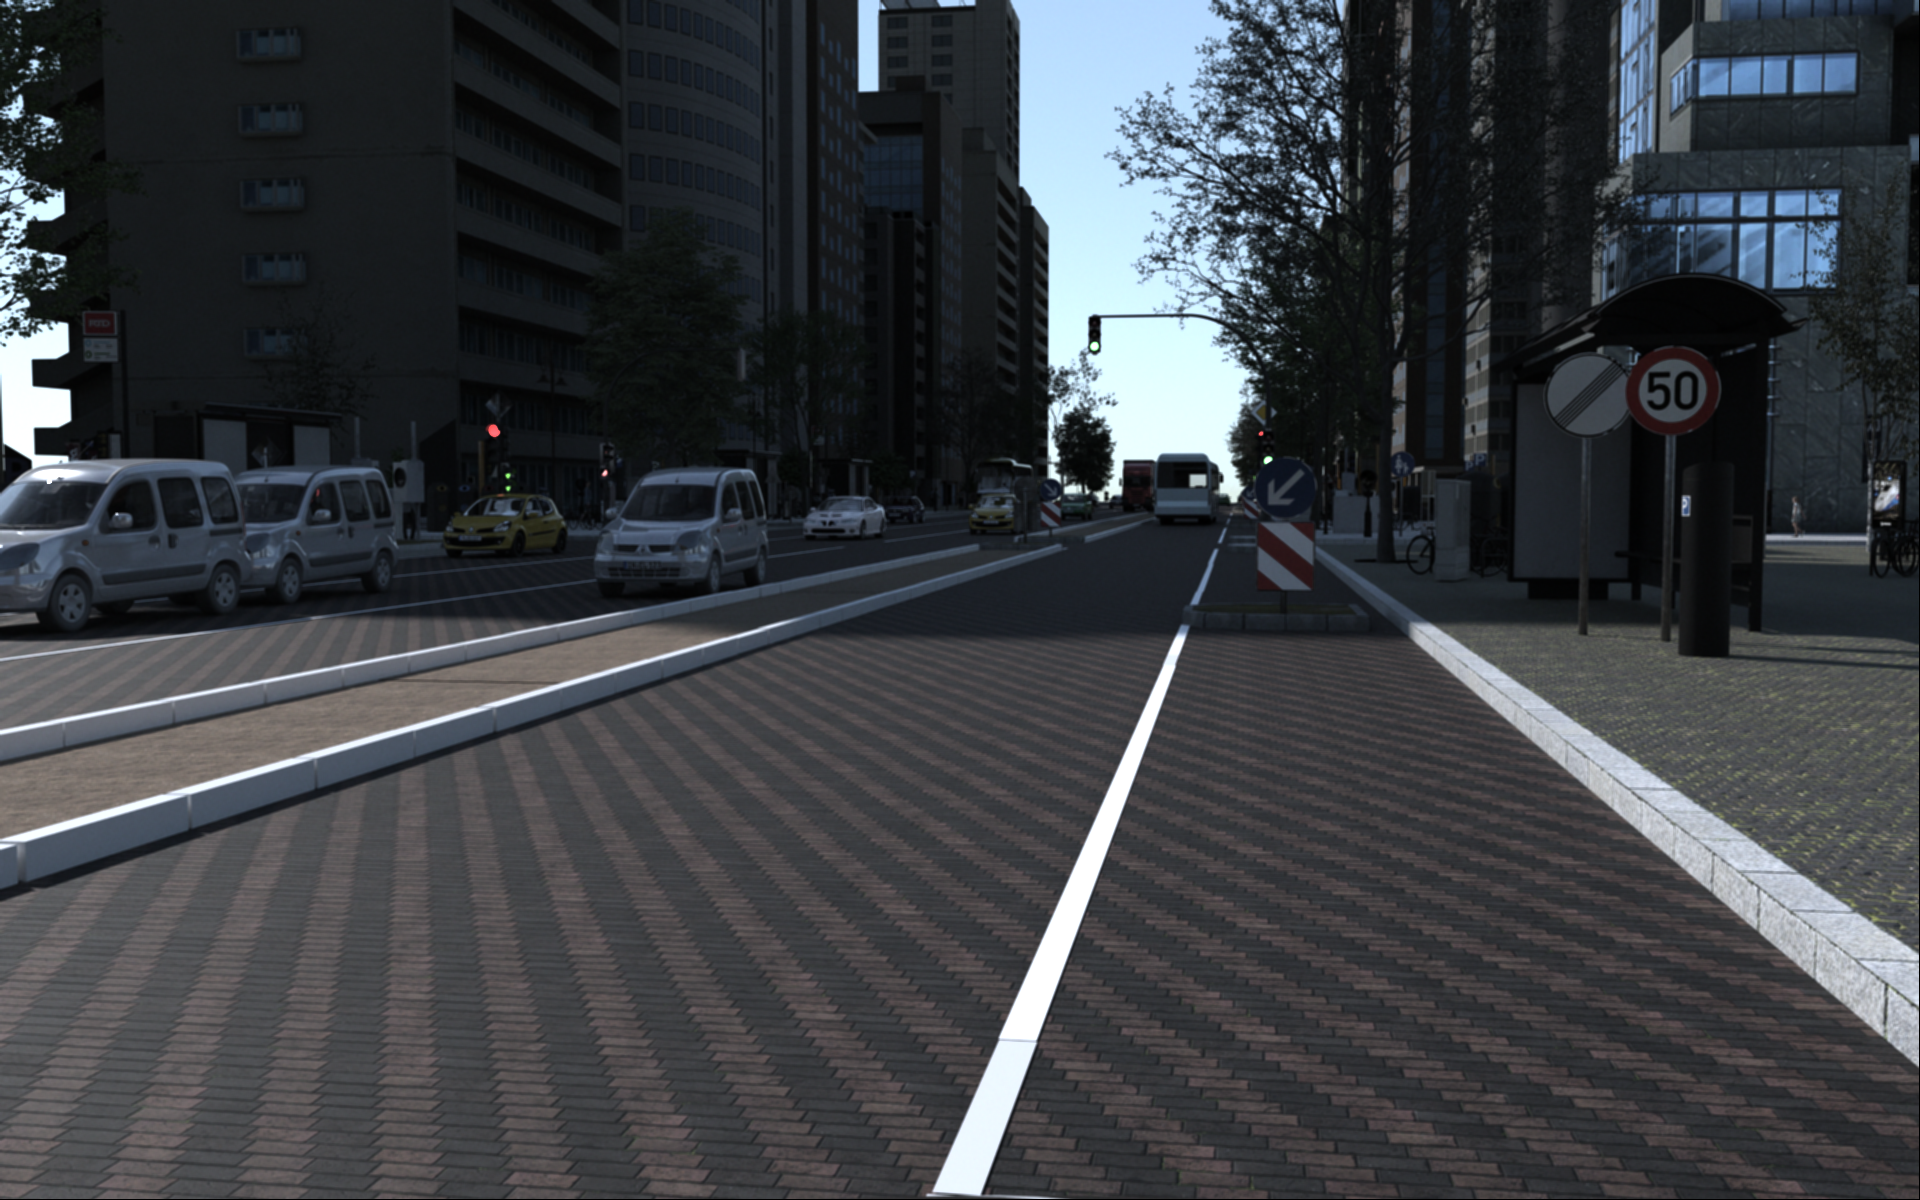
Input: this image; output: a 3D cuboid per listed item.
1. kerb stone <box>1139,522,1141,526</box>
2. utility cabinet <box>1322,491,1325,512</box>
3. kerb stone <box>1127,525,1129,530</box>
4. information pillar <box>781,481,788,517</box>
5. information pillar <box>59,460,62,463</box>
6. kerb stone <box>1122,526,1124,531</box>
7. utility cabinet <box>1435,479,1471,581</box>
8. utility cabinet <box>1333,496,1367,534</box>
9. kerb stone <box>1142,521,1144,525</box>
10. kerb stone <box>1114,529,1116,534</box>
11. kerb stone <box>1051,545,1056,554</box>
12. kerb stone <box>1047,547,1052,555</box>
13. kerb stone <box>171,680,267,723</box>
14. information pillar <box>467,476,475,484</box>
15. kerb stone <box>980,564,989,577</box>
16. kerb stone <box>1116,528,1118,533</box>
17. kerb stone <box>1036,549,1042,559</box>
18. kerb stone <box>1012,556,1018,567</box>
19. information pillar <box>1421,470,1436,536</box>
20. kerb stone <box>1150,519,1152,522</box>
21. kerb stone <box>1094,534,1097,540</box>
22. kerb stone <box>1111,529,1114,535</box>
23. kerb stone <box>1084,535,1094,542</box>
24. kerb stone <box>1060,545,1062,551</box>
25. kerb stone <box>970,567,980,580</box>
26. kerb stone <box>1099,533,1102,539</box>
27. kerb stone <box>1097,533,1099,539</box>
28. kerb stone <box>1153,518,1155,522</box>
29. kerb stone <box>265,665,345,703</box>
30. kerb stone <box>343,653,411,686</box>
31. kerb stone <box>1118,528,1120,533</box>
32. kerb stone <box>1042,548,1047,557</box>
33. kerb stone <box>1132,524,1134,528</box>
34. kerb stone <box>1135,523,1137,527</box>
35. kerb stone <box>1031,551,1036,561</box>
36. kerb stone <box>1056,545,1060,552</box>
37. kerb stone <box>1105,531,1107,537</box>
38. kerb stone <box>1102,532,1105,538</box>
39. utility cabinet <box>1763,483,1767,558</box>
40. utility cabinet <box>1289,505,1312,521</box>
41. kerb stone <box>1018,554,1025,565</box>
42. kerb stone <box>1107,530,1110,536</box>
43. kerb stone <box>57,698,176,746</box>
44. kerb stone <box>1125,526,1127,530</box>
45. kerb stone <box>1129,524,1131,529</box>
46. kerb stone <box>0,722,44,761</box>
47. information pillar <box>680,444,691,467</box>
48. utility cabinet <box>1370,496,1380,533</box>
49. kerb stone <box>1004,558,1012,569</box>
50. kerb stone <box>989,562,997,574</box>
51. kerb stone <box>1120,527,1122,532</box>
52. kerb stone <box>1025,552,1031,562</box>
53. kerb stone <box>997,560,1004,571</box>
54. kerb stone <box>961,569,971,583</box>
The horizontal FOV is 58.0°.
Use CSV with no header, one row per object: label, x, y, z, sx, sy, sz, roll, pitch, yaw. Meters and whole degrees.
kerb stone,7.761,-3.307,76.265,0.120,0.150,1.000,1,4,9
utility cabinet,25.371,-6.992,123.005,0.318,1.500,1.173,-2,4,-34
kerb stone,6.453,-2.809,68.168,0.120,0.150,1.000,1,4,9
information pillar,-9.909,-5.705,97.773,0.304,2.012,0.304,1,4,22
information pillar,-61.625,-7.777,118.509,0.504,3.616,0.183,-1,4,-9
kerb stone,5.970,-2.621,65.136,0.120,0.150,1.000,1,4,9
utility cabinet,7.334,-1.042,25.720,0.318,1.500,1.173,2,4,26
utility cabinet,12.643,-2.760,56.281,1.020,1.237,0.306,1,4,12
kerb stone,8.098,-3.430,78.288,0.120,0.150,1.000,1,4,9
kerb stone,5.317,-2.378,61.075,0.120,0.150,1.000,1,4,9
kerb stone,2.125,-1.171,41.343,0.120,0.150,1.000,1,4,9
kerb stone,1.965,-1.109,40.327,0.120,0.150,1.000,1,4,9
kerb stone,-4.859,0.669,11.266,0.120,0.150,1.000,1,4,9
information pillar,-20.152,-4.092,71.397,0.304,2.012,0.304,-1,4,-10
kerb stone,0.333,-0.489,30.193,0.120,0.150,1.000,1,4,9
kerb stone,5.475,-2.440,62.085,0.120,0.150,1.000,1,4,9
kerb stone,1.632,-0.984,38.308,0.120,0.150,1.000,1,4,9
kerb stone,0.983,-0.738,34.267,0.120,0.150,1.000,1,4,9
information pillar,14.302,-2.962,52.928,0.304,2.012,0.304,-3,4,-37
kerb stone,9.237,-3.863,85.375,0.120,0.150,1.000,1,4,9
kerb stone,4.005,-1.883,52.987,0.120,0.150,1.000,1,4,9
kerb stone,5.152,-2.316,60.066,0.120,0.150,1.000,1,4,9
kerb stone,3.840,-1.822,51.978,0.120,0.150,1.000,1,4,9
kerb stone,2.449,-1.295,43.362,0.120,0.150,1.000,1,4,9
kerb stone,0.162,-0.425,29.173,0.120,0.150,1.000,1,4,9
kerb stone,4.328,-2.007,55.011,0.120,0.150,1.000,1,4,9
kerb stone,4.165,-1.937,54.002,0.120,0.150,1.000,1,4,9
kerb stone,9.721,-4.050,88.405,0.120,0.150,1.000,1,4,9
kerb stone,-4.692,0.606,12.280,0.120,0.150,1.000,1,4,9
kerb stone,-4.529,0.545,13.298,0.120,0.150,1.000,1,4,9
kerb stone,5.637,-2.501,63.094,0.120,0.150,1.000,1,4,9
kerb stone,1.795,-1.042,39.318,0.120,0.150,1.000,1,4,9
kerb stone,6.946,-2.997,71.199,0.120,0.150,1.000,1,4,9
kerb stone,7.272,-3.121,73.221,0.120,0.150,1.000,1,4,9
kerb stone,1.474,-0.919,37.295,0.120,0.150,1.000,1,4,9
kerb stone,2.282,-1.233,42.353,0.120,0.150,1.000,1,4,9
kerb stone,4.659,-2.126,57.037,0.120,0.150,1.000,1,4,9
kerb stone,4.498,-2.069,56.018,0.120,0.150,1.000,1,4,9
utility cabinet,15.642,-1.593,34.721,0.318,1.500,1.173,-1,4,-12
utility cabinet,14.322,-3.888,72.253,1.173,1.500,0.318,0,4,6
kerb stone,1.149,-0.800,35.276,0.120,0.150,1.000,1,4,9
kerb stone,4.830,-2.193,58.048,0.120,0.150,1.000,1,4,9
kerb stone,-5.019,0.731,10.253,0.120,0.150,1.000,1,4,9
kerb stone,6.293,-2.750,67.154,0.120,0.150,1.000,1,4,9
kerb stone,6.619,-2.872,69.180,0.120,0.150,1.000,1,4,9
kerb stone,-5.175,0.792,9.243,0.120,0.150,1.000,1,4,9
information pillar,-12.032,-5.183,76.099,0.504,3.616,0.183,1,4,19
utility cabinet,13.722,-2.844,57.655,0.306,1.237,1.020,3,5,43
kerb stone,0.820,-0.676,33.247,0.120,0.150,1.000,1,4,9
kerb stone,0.498,-0.552,31.215,0.120,0.150,1.000,1,4,9
kerb stone,5.810,-2.558,64.112,0.120,0.150,1.000,1,4,9
kerb stone,1.306,-0.862,36.286,0.120,0.150,1.000,1,4,9
kerb stone,0.649,-0.614,32.235,0.120,0.150,1.000,1,4,9
kerb stone,0.002,-0.365,28.160,0.120,0.150,1.000,1,4,9
